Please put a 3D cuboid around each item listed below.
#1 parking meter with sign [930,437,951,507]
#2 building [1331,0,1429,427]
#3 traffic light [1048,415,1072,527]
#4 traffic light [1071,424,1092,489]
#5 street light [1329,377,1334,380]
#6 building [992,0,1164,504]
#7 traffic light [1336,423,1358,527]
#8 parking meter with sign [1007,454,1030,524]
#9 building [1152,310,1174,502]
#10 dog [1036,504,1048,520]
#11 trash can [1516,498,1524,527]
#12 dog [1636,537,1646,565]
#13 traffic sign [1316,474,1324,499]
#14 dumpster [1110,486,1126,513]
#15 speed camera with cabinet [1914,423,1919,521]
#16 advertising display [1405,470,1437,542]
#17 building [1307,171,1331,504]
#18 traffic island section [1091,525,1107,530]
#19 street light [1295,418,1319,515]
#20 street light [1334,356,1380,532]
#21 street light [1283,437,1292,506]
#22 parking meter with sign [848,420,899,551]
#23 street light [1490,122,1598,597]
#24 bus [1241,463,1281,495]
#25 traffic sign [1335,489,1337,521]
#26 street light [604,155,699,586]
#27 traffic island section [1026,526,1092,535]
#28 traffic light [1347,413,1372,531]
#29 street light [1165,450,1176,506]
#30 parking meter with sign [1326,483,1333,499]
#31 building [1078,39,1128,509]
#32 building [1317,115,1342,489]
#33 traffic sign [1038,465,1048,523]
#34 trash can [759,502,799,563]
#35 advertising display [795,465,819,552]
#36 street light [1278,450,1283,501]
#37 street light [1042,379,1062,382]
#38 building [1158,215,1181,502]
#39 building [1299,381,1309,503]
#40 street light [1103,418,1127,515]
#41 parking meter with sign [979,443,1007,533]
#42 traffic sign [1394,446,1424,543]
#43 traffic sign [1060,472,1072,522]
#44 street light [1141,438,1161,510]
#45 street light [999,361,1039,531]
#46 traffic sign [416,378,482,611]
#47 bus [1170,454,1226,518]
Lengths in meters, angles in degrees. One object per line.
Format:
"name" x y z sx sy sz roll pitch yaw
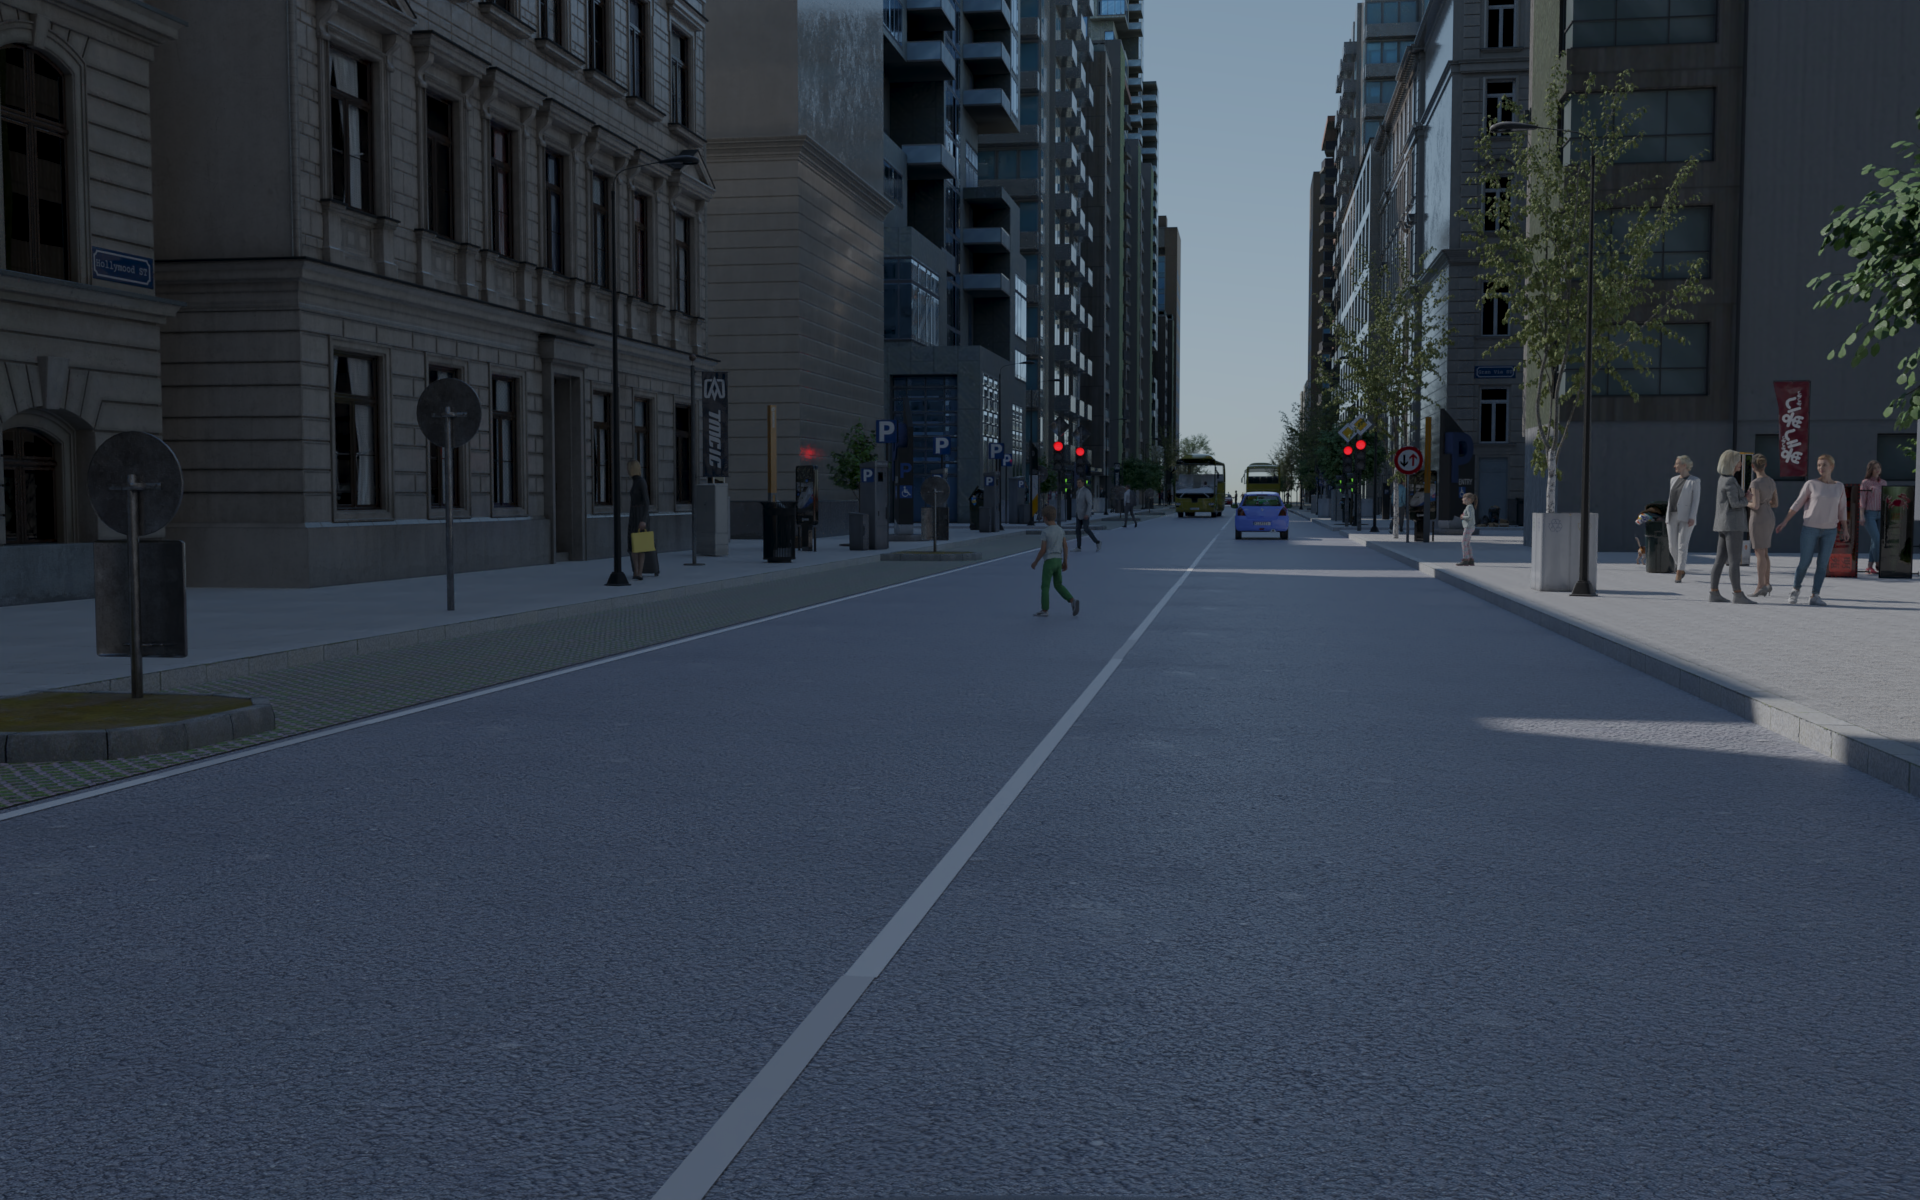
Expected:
"parking meter with sign" -0.653 -3.392 51.725 0.543 3.016 1.738 0 4 7
"building" 47.706 -33.483 167.048 23.786 49.044 30.456 1 4 10
"traffic light" 3.558 -4.464 61.904 0.839 4.253 0.868 1 4 10
"traffic light" 4.881 -4.945 69.779 0.839 4.253 0.868 1 4 10
"street light" 15.215 -5.891 68.862 1.470 5.913 1.316 1 4 10
"building" 18.236 -57.050 245.446 22.319 86.520 31.000 1 4 10
"traffic light" 15.201 -4.841 68.067 0.839 4.253 0.868 1 4 10
"parking meter with sign" 2.421 -4.764 74.160 0.543 3.016 1.738 -2 4 -31
"building" 25.748 -30.399 268.725 14.160 30.474 14.107 1 4 10
"dog" 3.910 -4.298 84.659 0.800 0.831 0.513 2 4 26
"trash can" 22.372 -3.486 68.657 0.748 1.137 0.748 0 3 0
"dog" 12.520 -0.897 31.490 0.406 0.507 0.540 2 4 26
"traffic sign" 22.856 -6.694 109.550 0.768 2.556 0.104 1 4 19
"dumpster" 10.937 -6.921 118.910 1.264 1.857 1.865 1 4 10
"speed camera with cabinet" 8.804 -1.204 14.030 0.660 3.252 2.038 -1 4 -18
"advertising display" 12.442 -2.539 46.726 0.974 1.923 0.123 -2 4 -25
"building" 54.078 -35.653 233.044 14.600 45.320 14.200 1 4 10
"traffic island section" 4.844 -2.914 69.920 2.009 0.180 2.903 1 4 10
"street light" 21.363 -8.154 105.860 1.470 5.913 1.316 1 4 10
"street light" 13.433 -5.243 58.270 1.470 5.913 1.316 1 4 10
"street light" 28.044 -10.554 145.102 1.470 5.913 1.316 1 4 10
"parking meter with sign" -2.015 -2.672 39.945 0.543 3.016 1.738 1 4 22
"street light" 7.313 -3.007 21.708 1.470 5.913 1.316 1 4 10
"bus" 23.404 -8.751 134.623 2.896 3.916 12.252 1 4 8
"traffic sign" 17.644 -4.959 81.188 0.768 2.556 0.104 1 4 15
"street light" -4.264 -3.147 24.001 1.470 5.913 1.316 1 4 10
"traffic island section" 3.520 -2.432 62.045 2.009 0.180 2.903 1 4 10
"traffic light" 13.878 -4.359 60.192 0.839 4.253 0.868 1 4 10
"street light" 22.210 -12.812 182.009 1.470 5.913 1.316 1 4 10
"parking meter with sign" 25.087 -7.426 117.675 0.543 3.016 1.738 0 4 -5
"building" 6.881 -28.671 152.360 14.154 41.232 14.086 1 4 10
"building" 52.135 -33.140 196.459 22.147 44.769 28.867 1 4 10
"traffic sign" 3.511 -4.686 76.728 0.768 2.556 0.104 1 4 13
"trash can" -3.381 -1.268 32.380 0.748 1.137 0.748 0 3 0
"advertising display" -3.433 -2.058 38.857 0.123 1.923 0.974 -2 4 -30
"street light" 34.148 -12.774 181.397 1.470 5.913 1.316 1 4 10
"street light" 3.410 -5.956 69.915 1.470 5.913 1.316 1 4 10
"building" 28.612 -38.655 282.117 14.600 45.320 14.200 1 4 10
"building" 69.846 -26.762 282.601 27.650 21.520 28.899 1 4 10
"street light" 9.489 -8.160 105.962 1.470 5.913 1.316 1 4 10
"parking meter with sign" 1.040 -3.795 58.313 0.543 3.016 1.738 1 4 14
"traffic sign" 11.824 -2.787 45.678 0.768 2.556 0.104 1 4 19
"traffic sign" 4.894 -4.776 80.220 0.606 2.300 0.079 1 4 14
"street light" 16.134 -10.573 145.412 1.470 5.913 1.316 1 4 10
"street light" 1.928 -5.386 60.604 1.470 5.913 1.316 1 4 10
"traffic sign" -5.614 -1.157 19.019 0.768 2.556 0.104 1 4 10
"bus" 15.194 -7.200 109.266 2.896 3.916 12.252 1 4 11
